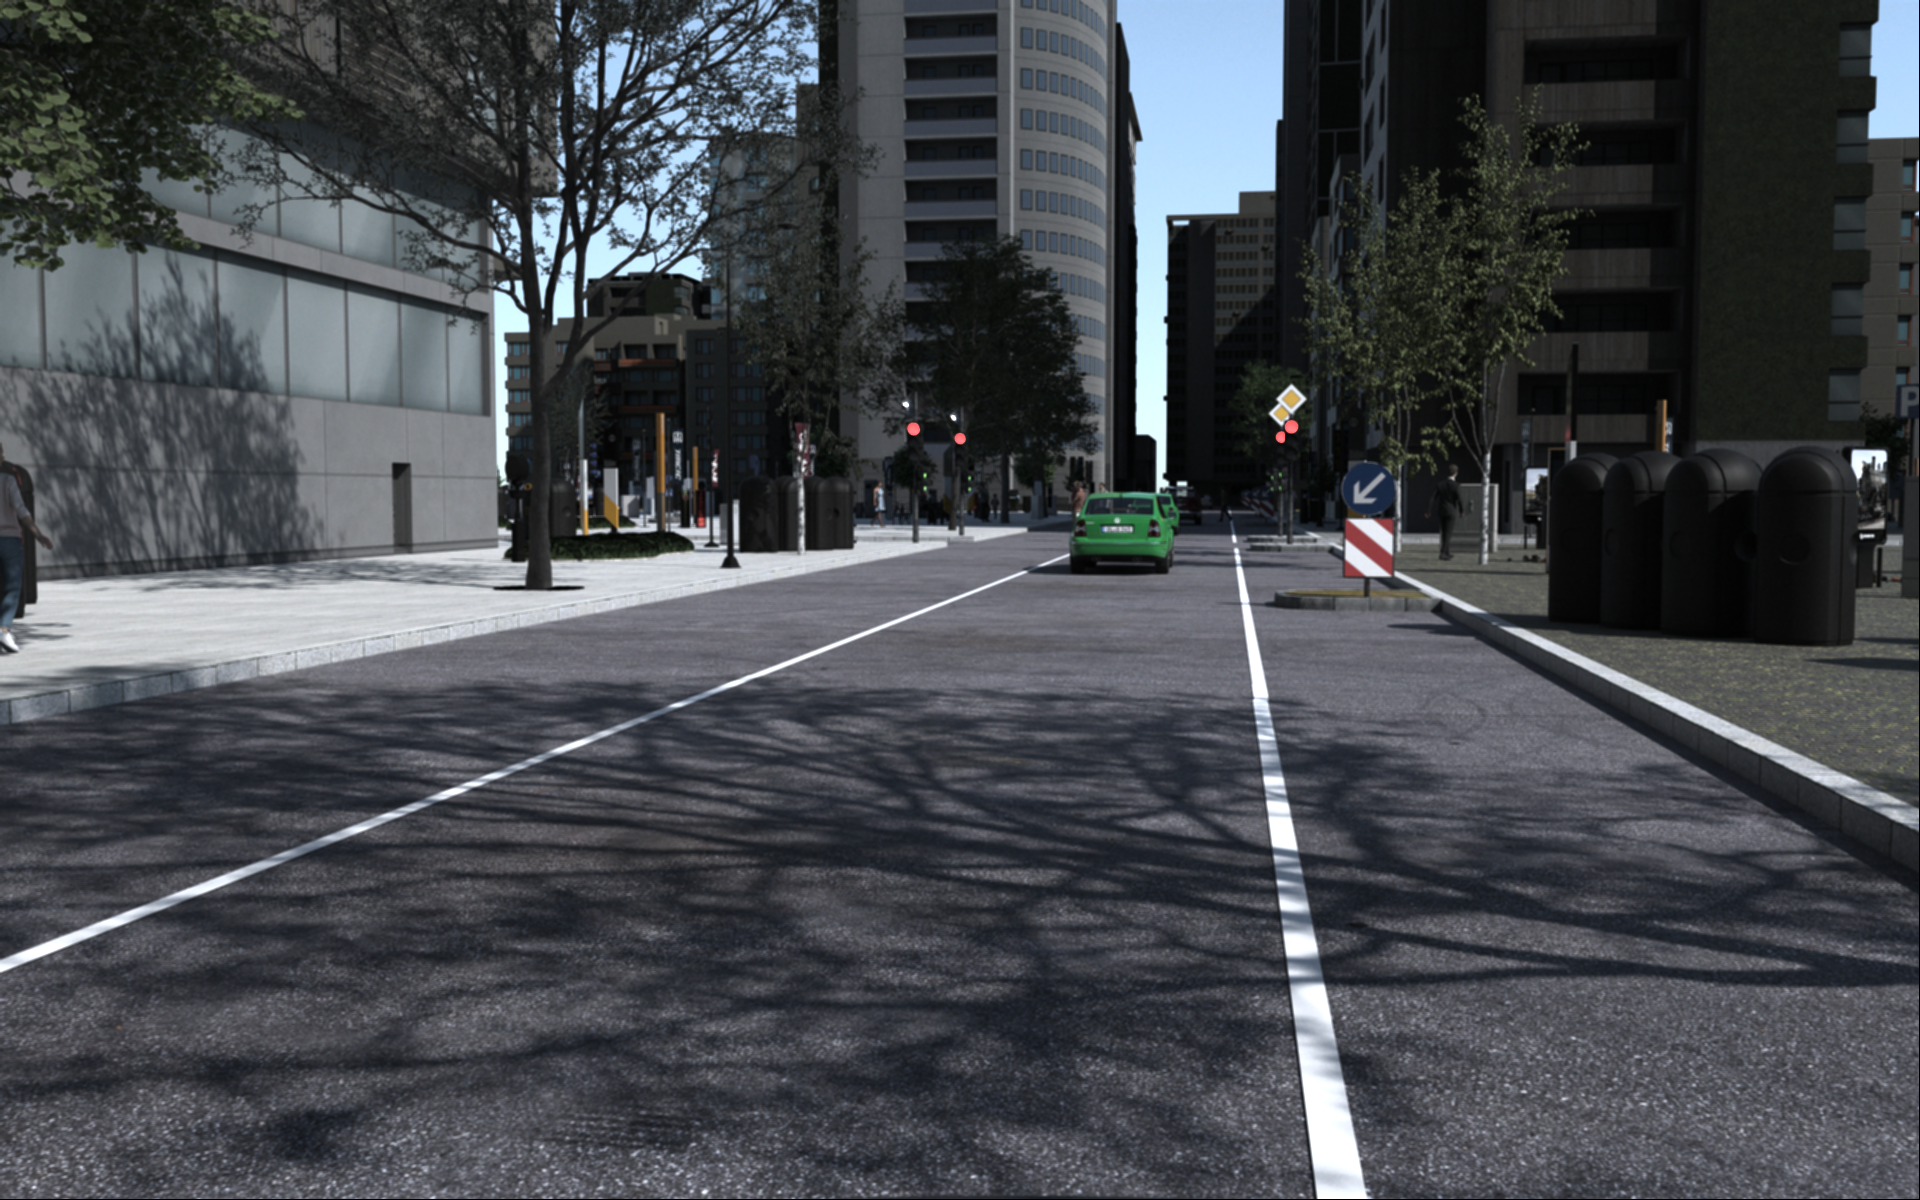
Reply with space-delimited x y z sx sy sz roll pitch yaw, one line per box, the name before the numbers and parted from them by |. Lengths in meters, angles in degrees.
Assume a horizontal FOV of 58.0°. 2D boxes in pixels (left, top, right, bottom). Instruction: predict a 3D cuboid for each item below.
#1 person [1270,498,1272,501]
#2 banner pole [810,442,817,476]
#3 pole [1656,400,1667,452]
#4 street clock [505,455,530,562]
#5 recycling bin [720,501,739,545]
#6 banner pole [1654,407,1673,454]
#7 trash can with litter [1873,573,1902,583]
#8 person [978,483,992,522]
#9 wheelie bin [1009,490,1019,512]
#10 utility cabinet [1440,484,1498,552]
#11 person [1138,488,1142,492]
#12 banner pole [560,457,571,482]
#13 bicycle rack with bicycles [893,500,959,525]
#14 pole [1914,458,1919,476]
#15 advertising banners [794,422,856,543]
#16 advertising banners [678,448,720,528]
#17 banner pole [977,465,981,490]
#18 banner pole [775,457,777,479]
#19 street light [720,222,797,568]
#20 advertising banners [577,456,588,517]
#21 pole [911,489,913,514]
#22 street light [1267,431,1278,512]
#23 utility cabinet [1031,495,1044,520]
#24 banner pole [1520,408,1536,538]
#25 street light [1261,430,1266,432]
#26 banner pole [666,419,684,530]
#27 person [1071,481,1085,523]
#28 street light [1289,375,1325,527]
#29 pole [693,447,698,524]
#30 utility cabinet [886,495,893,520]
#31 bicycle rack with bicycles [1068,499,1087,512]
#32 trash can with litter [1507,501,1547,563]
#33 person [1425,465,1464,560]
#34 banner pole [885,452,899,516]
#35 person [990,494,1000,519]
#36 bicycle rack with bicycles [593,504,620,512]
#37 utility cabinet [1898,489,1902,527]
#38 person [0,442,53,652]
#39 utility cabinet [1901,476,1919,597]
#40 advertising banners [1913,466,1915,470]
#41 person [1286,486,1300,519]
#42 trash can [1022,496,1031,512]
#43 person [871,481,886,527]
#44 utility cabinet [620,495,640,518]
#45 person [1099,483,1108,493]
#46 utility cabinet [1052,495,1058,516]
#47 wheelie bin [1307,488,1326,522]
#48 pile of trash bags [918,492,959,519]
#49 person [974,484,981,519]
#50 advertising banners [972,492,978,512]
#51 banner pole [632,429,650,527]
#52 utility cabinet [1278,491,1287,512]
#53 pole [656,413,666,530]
person | 36.789 -11.785 204.448 0.557 1.426 1.065 1 4 17
banner pole | -6.460 -5.098 73.369 0.863 3.779 0.401 0 4 -3
pole | 15.196 -2.676 37.600 0.158 3.312 0.155 0 3 0
street clock | -8.319 -1.713 32.581 0.471 2.002 0.358 3 5 41
recycling bin | -5.640 -1.914 43.843 0.722 1.027 0.722 -2 4 -25
banner pole | 20.184 -3.659 49.839 0.863 3.779 0.401 -1 4 -22
trash can with litter | 13.873 -0.863 25.173 2.233 1.210 1.678 -1 4 -9
person | 1.151 -4.509 79.945 0.592 1.802 0.473 -1 4 -19
wheelie bin | 3.872 -7.162 124.999 0.980 1.594 0.693 1 4 19
utility cabinet | 11.111 -1.783 37.828 1.173 1.500 0.318 2 4 32
person | 10.299 -5.520 99.308 0.362 1.759 0.519 -1 4 -18
banner pole | -26.766 -7.789 117.364 0.863 3.779 0.401 0 4 0
bicycle rack with bicycles | -1.628 -3.636 72.830 2.852 0.926 2.925 1 4 8
pole | 54.352 -6.400 98.491 0.158 3.312 0.155 0 3 0
advertising banners | -3.329 -2.853 42.828 0.090 3.025 2.074 3 5 42
advertising banners | -9.889 -4.260 65.838 0.090 3.025 2.074 3 5 41
banner pole | 1.535 -8.509 129.145 0.863 3.779 0.401 3 5 41
banner pole | -12.192 -7.665 115.338 0.401 3.779 0.863 -1 4 -11
street light | -3.450 -3.503 29.812 1.470 5.913 1.316 1 4 9
advertising banners | -18.283 -5.145 80.301 2.074 3.025 0.090 -1 4 -14
pole | -3.133 -7.274 112.777 0.158 3.312 0.155 0 3 0
street light | 18.025 -7.601 96.823 1.470 5.913 1.316 1 4 9
utility cabinet | 3.897 -4.658 87.312 0.306 1.237 1.020 -1 4 -20
banner pole | 16.684 -3.725 50.920 0.401 3.779 0.863 -1 4 -11
street light | 22.508 -9.383 125.960 1.470 5.913 1.316 1 4 9
banner pole | -9.513 -4.138 57.680 0.401 3.779 0.863 3 5 44
person | 3.581 -2.688 52.431 0.573 1.828 0.580 -2 4 -30
street light | 13.534 -5.815 67.616 1.470 5.913 1.316 1 4 9
pole | -11.373 -4.930 74.452 0.158 3.312 0.155 0 3 0
utility cabinet | -3.443 -4.513 84.946 0.306 1.237 1.020 0 4 -1
bicycle rack with bicycles | 9.088 -6.885 125.945 2.925 0.926 2.852 2 4 35
trash can with litter | 11.317 -1.341 32.989 1.678 1.210 2.233 1 4 18
person | 9.487 -1.699 33.606 0.755 1.850 0.659 -3 5 -45
banner pole | -4.050 -6.865 102.266 0.863 3.779 0.401 1 4 16
person | 1.788 -4.809 88.941 0.475 1.303 0.640 -1 4 -13
bicycle rack with bicycles | -24.351 -6.385 117.775 2.925 0.926 2.852 1 4 16
utility cabinet | 35.942 -3.488 65.703 0.318 1.500 1.173 1 4 12
person | -7.778 -0.450 14.076 0.731 1.740 0.598 -1 4 -18
utility cabinet | 12.158 -0.757 21.064 1.173 1.500 0.318 3 5 43
advertising banners | 59.281 -6.756 106.641 2.074 3.025 0.090 -2 4 -28
person | 17.165 -5.046 89.213 0.731 1.740 0.598 0 4 8
trash can | 4.722 -6.733 121.737 0.748 1.137 0.748 0 3 0
person | -3.239 -3.773 67.820 0.778 1.811 0.616 3 4 37
utility cabinet | -17.636 -4.976 92.517 1.020 1.237 0.306 -3 5 -42
person | 5.264 -3.314 62.535 0.795 1.843 0.661 -1 4 -17
utility cabinet | 5.561 -5.537 101.691 0.306 1.237 1.020 0 4 7
wheelie bin | 16.419 -4.425 80.256 0.980 1.594 0.693 0 4 4
pile of trash bags | -1.466 -5.011 91.677 1.912 1.369 3.447 -2 4 -26
person | 1.078 -5.106 89.743 0.699 1.804 1.509 0 4 1
advertising banners | 1.106 -7.704 122.145 2.074 3.025 0.090 2 4 30
banner pole | -12.417 -4.722 67.219 0.863 3.779 0.401 3 4 36
utility cabinet | 23.276 -7.017 123.412 1.173 1.500 0.318 1 4 10
pole | -7.545 -3.049 43.687 0.158 3.312 0.155 0 3 0
